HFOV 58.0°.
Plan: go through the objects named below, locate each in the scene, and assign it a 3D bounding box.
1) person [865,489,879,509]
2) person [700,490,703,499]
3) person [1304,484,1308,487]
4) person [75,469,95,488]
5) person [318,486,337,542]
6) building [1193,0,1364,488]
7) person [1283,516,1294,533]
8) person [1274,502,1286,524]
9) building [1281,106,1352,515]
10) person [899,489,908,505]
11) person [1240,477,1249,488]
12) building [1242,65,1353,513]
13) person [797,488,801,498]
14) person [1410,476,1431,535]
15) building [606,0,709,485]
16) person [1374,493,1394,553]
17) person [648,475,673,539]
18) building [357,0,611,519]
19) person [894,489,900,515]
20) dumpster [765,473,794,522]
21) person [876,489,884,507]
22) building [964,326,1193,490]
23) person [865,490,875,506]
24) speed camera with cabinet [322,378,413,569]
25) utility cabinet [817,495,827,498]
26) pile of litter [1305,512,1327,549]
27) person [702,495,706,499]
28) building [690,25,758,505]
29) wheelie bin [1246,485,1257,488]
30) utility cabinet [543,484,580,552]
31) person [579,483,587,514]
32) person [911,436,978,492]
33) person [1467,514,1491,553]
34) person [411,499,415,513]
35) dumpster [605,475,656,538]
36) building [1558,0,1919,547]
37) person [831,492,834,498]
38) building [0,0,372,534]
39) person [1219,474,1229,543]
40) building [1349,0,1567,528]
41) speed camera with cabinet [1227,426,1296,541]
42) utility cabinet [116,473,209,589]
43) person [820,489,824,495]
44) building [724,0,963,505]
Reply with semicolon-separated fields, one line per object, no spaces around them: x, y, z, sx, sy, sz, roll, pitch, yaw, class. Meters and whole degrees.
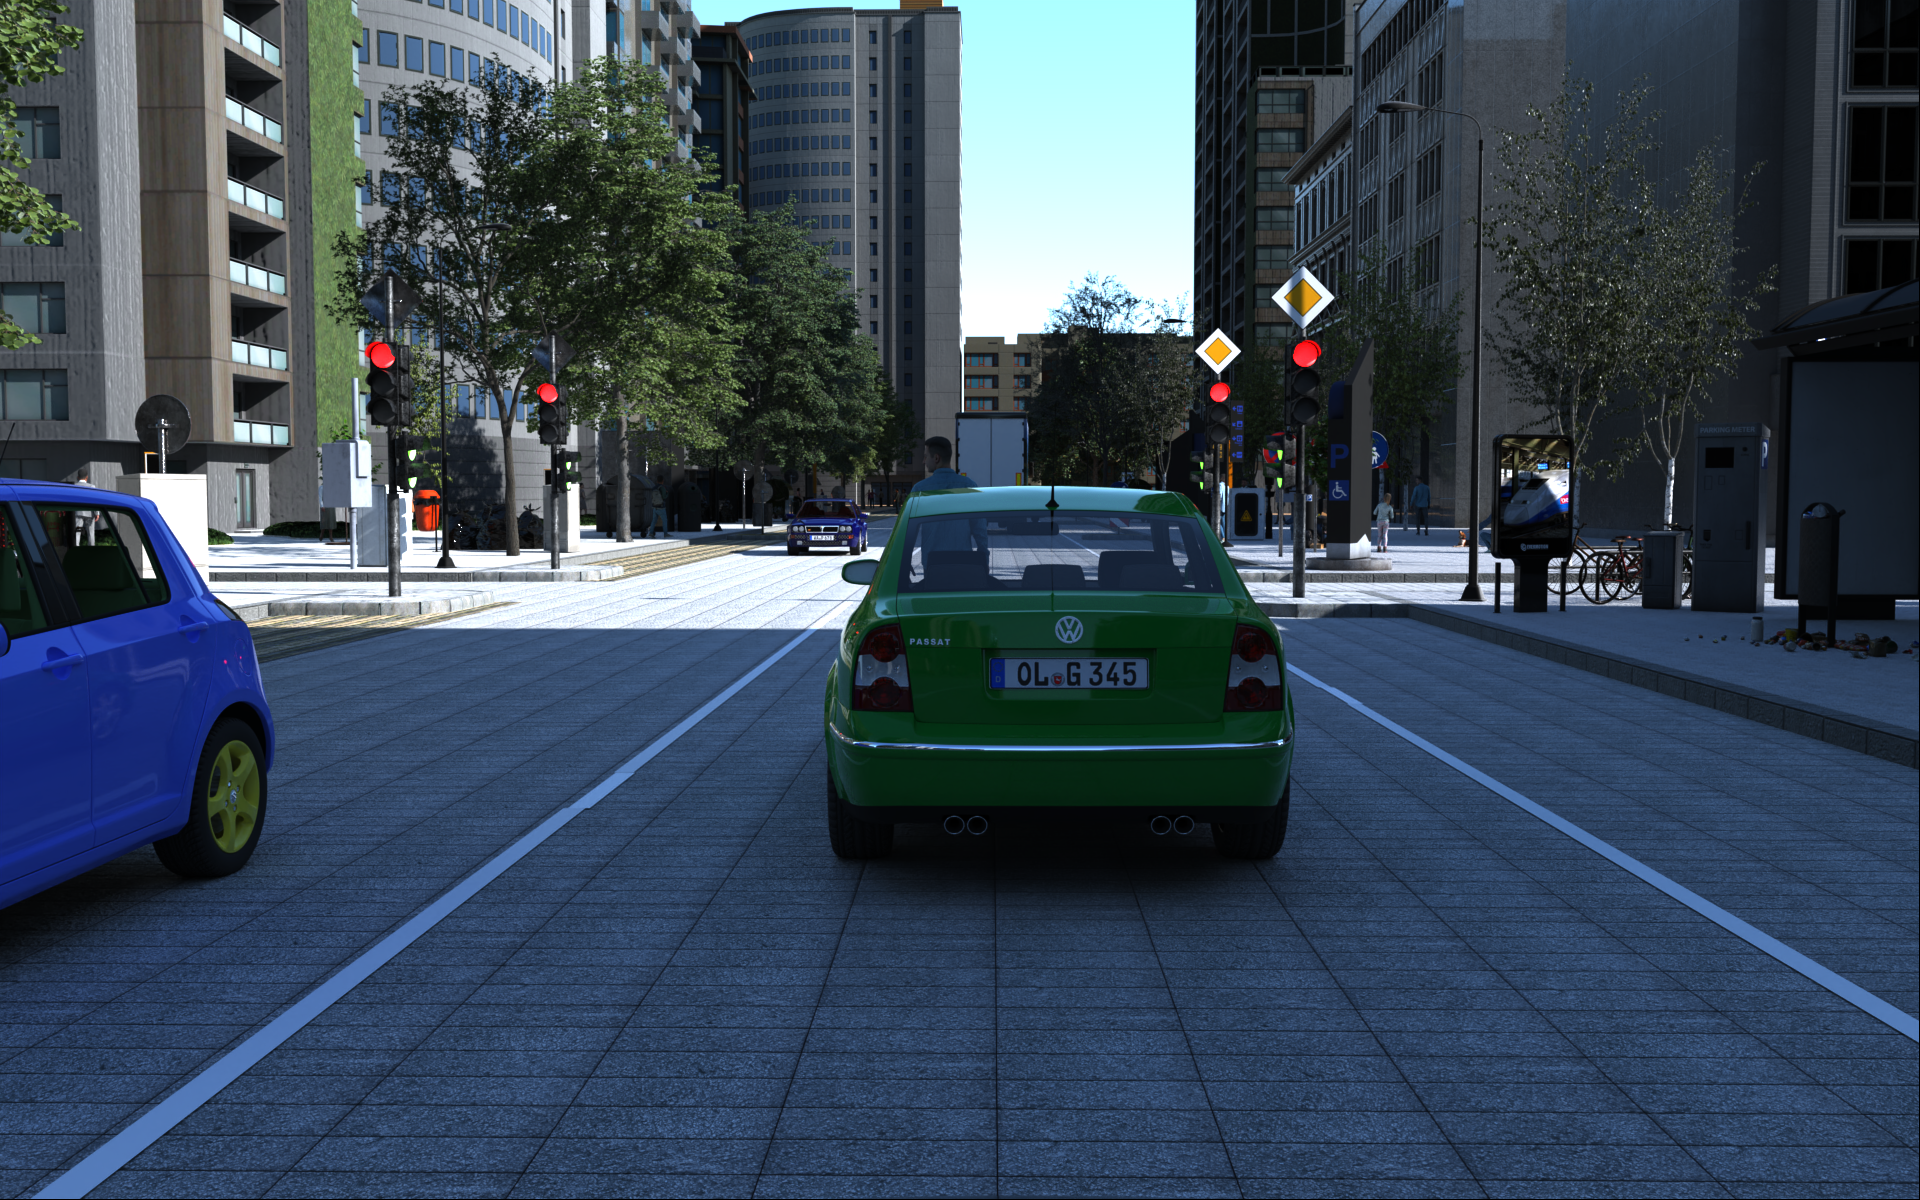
-7.799;-8.978;153.560;1.217;1.743;0.721;-1;4;-14;person
-13.577;-5.081;89.213;0.679;1.850;0.850;-2;4;-35;person
17.399;-4.941;87.062;0.641;1.798;0.478;-3;4;-37;person
-17.711;-1.752;34.963;0.678;1.792;0.850;-1;4;-13;person
-17.055;-2.465;46.576;0.478;1.798;0.641;-3;5;-42;person
30.571;-43.993;157.533;20.563;71.187;20.611;0;4;1;building
8.853;-2.065;45.300;1.012;1.151;0.738;-1;4;-18;person
13.655;-3.874;73.659;0.640;1.303;0.475;-3;4;-38;person
24.585;-16.236;94.333;11.050;23.489;19.941;0;4;1;building
-4.141;-7.305;127.931;0.705;1.824;1.348;-3;5;-40;person
8.862;-2.940;54.287;0.511;1.800;0.466;1;4;19;person
26.569;-21.335;120.530;14.160;30.474;14.107;0;4;1;building
-11.788;-7.378;127.379;0.721;1.736;1.217;0;4;-4;person
14.330;-2.933;53.856;0.638;1.841;0.748;0;4;8;person
-30.424;-30.646;120.672;23.786;49.044;30.456;0;4;1;building
9.297;-1.696;38.052;0.425;1.301;0.394;0;4;6;person
-8.586;-2.654;49.425;0.713;1.824;0.794;-2;4;-32;person
-30.986;-33.221;85.162;21.231;58.520;28.212;0;4;1;building
-4.375;-6.813;119.914;0.705;1.821;1.348;0;4;6;person
-8.578;-4.769;80.461;1.502;2.255;1.985;0;4;1;dumpster
-7.717;-9.926;168.348;0.705;1.823;1.348;2;4;27;person
15.120;-22.521;213.255;28.899;21.520;27.650;0;4;1;building
-9.354;-10.545;179.129;1.217;1.739;0.721;-1;4;-23;person
-10.358;-2.199;30.294;0.660;3.252;2.038;1;4;11;speed camera with cabinet
-8.075;-5.453;100.318;0.306;1.237;1.020;-2;4;-34;utility cabinet
8.834;-1.667;41.224;1.719;0.858;1.176;-1;4;-15;pile of litter
-17.300;-6.543;113.758;1.217;1.736;0.721;-1;4;-14;person
-32.168;-30.835;158.771;28.867;44.769;22.147;0;4;1;building
10.251;-3.266;61.314;0.693;1.594;0.980;-3;5;-44;wheelie bin
-8.793;-1.803;38.151;0.318;1.500;1.173;-3;5;-39;utility cabinet
-16.598;-4.275;76.277;0.599;1.781;0.374;3;4;38;person
-0.138;-0.238;12.256;0.638;1.841;0.748;1;4;14;person
11.528;-1.596;37.636;1.012;1.151;0.738;-1;4;-12;person
-10.865;-1.630;33.701;0.522;1.701;0.512;0;4;1;person
-9.752;-2.785;51.287;1.264;1.857;1.865;0;4;1;dumpster
33.368;-13.882;46.043;30.058;24.678;14.314;0;4;1;building
-8.438;-6.646;117.944;0.697;1.427;0.421;-1;4;-12;person
-29.007;-22.811;56.553;14.154;41.232;14.086;0;4;1;building
6.607;-2.289;43.732;0.793;1.790;0.793;0;4;-1;person
24.789;-15.667;74.182;12.078;24.808;19.932;0;4;1;building
8.433;-3.275;47.890;2.038;3.252;0.660;0;4;-2;speed camera with cabinet
-8.771;-0.635;19.064;0.318;1.500;1.173;1;4;10;utility cabinet
-11.879;-8.701;149.218;0.530;1.710;0.541;1;4;18;person
-13.824;-40.818;209.366;28.212;58.520;21.231;0;4;1;building
